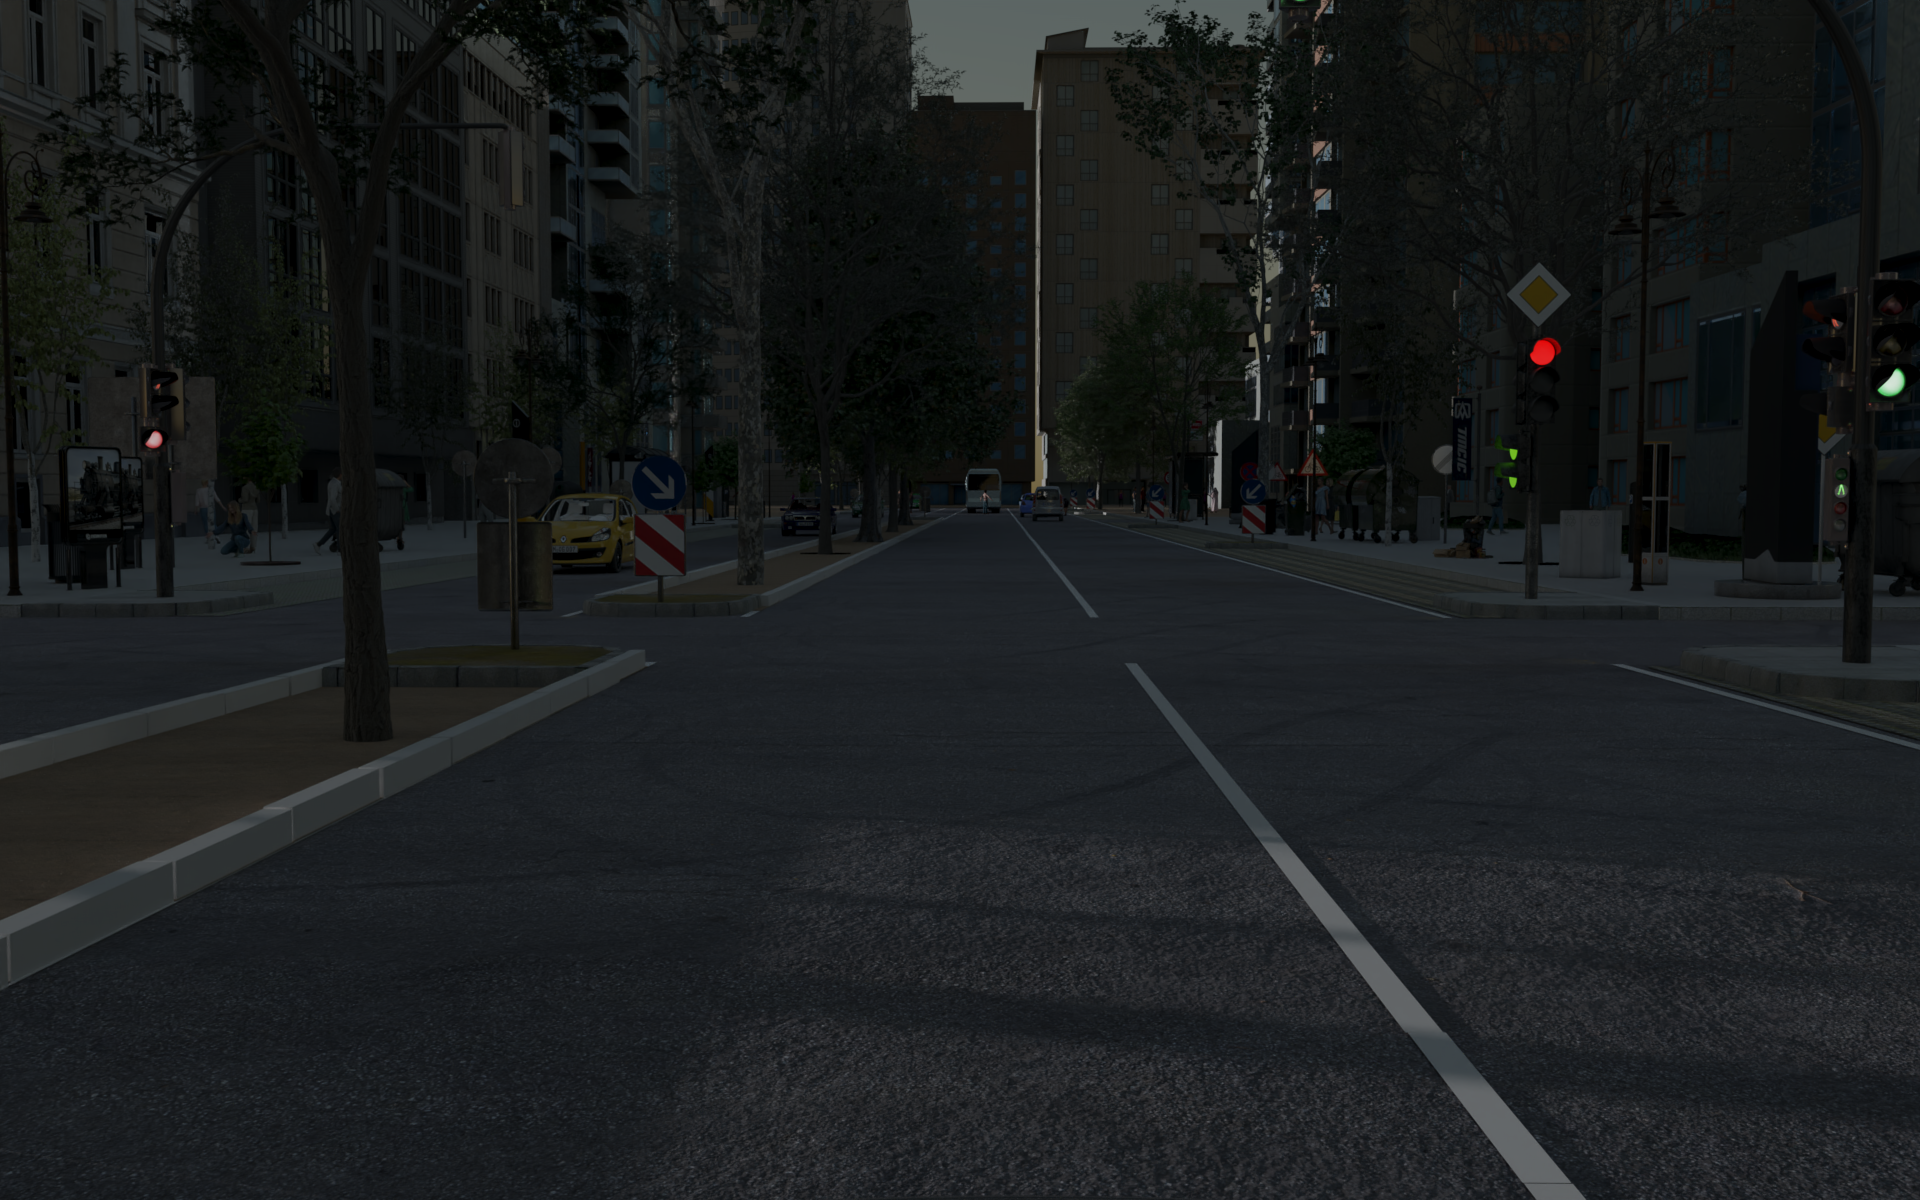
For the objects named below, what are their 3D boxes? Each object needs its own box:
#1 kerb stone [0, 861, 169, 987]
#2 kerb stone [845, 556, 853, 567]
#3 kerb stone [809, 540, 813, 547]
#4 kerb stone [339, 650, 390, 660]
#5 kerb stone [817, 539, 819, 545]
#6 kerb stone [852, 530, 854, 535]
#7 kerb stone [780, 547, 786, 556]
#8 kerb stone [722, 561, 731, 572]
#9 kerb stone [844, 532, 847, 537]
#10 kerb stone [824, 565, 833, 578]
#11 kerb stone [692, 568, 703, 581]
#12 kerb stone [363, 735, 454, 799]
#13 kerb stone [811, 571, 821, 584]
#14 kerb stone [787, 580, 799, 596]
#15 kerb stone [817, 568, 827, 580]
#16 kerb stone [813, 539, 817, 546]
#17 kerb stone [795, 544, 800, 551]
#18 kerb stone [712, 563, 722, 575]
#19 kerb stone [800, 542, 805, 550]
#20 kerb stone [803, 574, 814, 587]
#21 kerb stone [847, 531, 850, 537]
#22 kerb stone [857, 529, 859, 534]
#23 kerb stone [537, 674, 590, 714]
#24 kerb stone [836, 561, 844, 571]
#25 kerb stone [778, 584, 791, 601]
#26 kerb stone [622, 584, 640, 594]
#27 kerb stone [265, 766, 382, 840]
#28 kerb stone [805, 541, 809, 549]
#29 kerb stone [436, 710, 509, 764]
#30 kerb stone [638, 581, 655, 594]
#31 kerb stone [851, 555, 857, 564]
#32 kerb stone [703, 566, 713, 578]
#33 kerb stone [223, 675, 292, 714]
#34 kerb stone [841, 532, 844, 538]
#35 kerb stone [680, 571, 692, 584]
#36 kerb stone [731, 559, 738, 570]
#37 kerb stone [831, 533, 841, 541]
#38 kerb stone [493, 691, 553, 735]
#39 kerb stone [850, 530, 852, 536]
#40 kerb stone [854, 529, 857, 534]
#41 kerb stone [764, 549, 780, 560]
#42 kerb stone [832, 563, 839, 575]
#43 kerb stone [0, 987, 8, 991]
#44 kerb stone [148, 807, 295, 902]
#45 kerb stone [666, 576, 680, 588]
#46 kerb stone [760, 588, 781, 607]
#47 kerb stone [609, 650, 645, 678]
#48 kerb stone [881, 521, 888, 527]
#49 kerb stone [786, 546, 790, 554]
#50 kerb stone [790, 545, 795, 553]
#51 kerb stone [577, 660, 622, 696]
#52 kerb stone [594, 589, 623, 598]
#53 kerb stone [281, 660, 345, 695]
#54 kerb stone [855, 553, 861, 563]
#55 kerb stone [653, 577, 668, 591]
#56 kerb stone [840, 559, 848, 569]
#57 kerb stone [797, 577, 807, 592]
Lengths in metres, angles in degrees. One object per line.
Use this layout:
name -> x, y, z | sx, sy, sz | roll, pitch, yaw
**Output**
kerb stone -> -2.819, 1.018, 5.552 | 0.120, 0.150, 1.000 | 0, 4, 1
kerb stone -> -2.243, -0.705, 33.722 | 0.120, 0.150, 1.000 | 0, 4, 1
kerb stone -> -4.082, -1.460, 46.071 | 0.120, 0.150, 1.000 | 0, 4, 1
kerb stone -> -4.748, 0.517, 13.749 | 0.120, 0.150, 1.000 | 0, 4, 1
kerb stone -> -4.051, -1.585, 48.118 | 0.120, 0.150, 1.000 | 0, 4, 1
kerb stone -> -3.807, -2.274, 59.387 | 0.120, 0.150, 1.000 | 0, 4, 1
kerb stone -> -4.200, -1.084, 39.924 | 0.120, 0.150, 1.000 | 0, 4, 1
kerb stone -> -4.384, -0.579, 31.737 | 0.120, 0.150, 1.000 | 0, 4, 1
kerb stone -> -3.869, -2.087, 56.313 | 0.120, 0.150, 1.000 | 0, 4, 1
kerb stone -> -2.319, -0.455, 29.628 | 0.120, 0.150, 1.000 | 0, 4, 1
kerb stone -> -4.437, -0.393, 28.652 | 0.120, 0.150, 1.000 | 0, 4, 1
kerb stone -> -2.751, 0.830, 8.621 | 0.120, 0.150, 1.000 | 0, 4, 1
kerb stone -> -2.368, -0.322, 27.580 | 0.120, 0.150, 1.000 | 0, 4, 1
kerb stone -> -2.425, -0.141, 24.507 | 0.120, 0.150, 1.000 | 0, 4, 1
kerb stone -> -2.348, -0.392, 28.602 | 0.120, 0.150, 1.000 | 0, 4, 1
kerb stone -> -4.061, -1.520, 47.094 | 0.120, 0.150, 1.000 | 0, 4, 1
kerb stone -> -4.147, -1.272, 43.001 | 0.120, 0.150, 1.000 | 0, 4, 1
kerb stone -> -4.398, -0.521, 30.712 | 0.120, 0.150, 1.000 | 0, 4, 1
kerb stone -> -4.121, -1.335, 44.023 | 0.120, 0.150, 1.000 | 0, 4, 1
kerb stone -> -2.385, -0.267, 26.557 | 0.120, 0.150, 1.000 | 0, 4, 1
kerb stone -> -3.843, -2.149, 57.335 | 0.120, 0.150, 1.000 | 0, 4, 1
kerb stone -> -3.763, -2.400, 61.438 | 0.120, 0.150, 1.000 | 0, 4, 1
kerb stone -> -2.696, 0.642, 11.696 | 0.120, 0.150, 1.000 | 0, 4, 1
kerb stone -> -2.279, -0.575, 31.677 | 0.120, 0.150, 1.000 | 0, 4, 1
kerb stone -> -2.448, -0.076, 23.485 | 0.120, 0.150, 1.000 | 0, 4, 1
kerb stone -> -4.545, -0.079, 23.528 | 0.120, 0.150, 1.000 | 0, 4, 1
kerb stone -> -2.784, 0.893, 7.599 | 0.120, 0.150, 1.000 | 0, 4, 1
kerb stone -> -4.102, -1.391, 45.050 | 0.120, 0.150, 1.000 | 0, 4, 1
kerb stone -> -2.729, 0.767, 9.651 | 0.120, 0.150, 1.000 | 0, 4, 1
kerb stone -> -4.525, -0.142, 24.550 | 0.120, 0.150, 1.000 | 0, 4, 1
kerb stone -> -2.221, -0.765, 34.751 | 0.120, 0.150, 1.000 | 0, 4, 1
kerb stone -> -4.420, -0.456, 29.682 | 0.120, 0.150, 1.000 | 0, 4, 1
kerb stone -> -4.799, 0.649, 11.705 | 0.120, 0.150, 1.000 | 0, 4, 1
kerb stone -> -3.890, -2.022, 55.289 | 0.120, 0.150, 1.000 | 0, 4, 1
kerb stone -> -4.462, -0.332, 27.622 | 0.120, 0.150, 1.000 | 0, 4, 1
kerb stone -> -4.359, -0.644, 32.758 | 0.120, 0.150, 1.000 | 0, 4, 1
kerb stone -> -3.915, -1.959, 54.267 | 0.120, 0.150, 1.000 | 0, 4, 1
kerb stone -> -2.713, 0.705, 10.673 | 0.120, 0.150, 1.000 | 0, 4, 1
kerb stone -> -3.822, -2.205, 58.357 | 0.120, 0.150, 1.000 | 0, 4, 1
kerb stone -> -3.787, -2.338, 60.414 | 0.120, 0.150, 1.000 | 0, 4, 1
kerb stone -> -4.233, -1.019, 38.902 | 0.120, 0.150, 1.000 | 0, 4, 1
kerb stone -> -2.299, -0.517, 30.655 | 0.120, 0.150, 1.000 | 0, 4, 1
kerb stone -> -2.835, 1.080, 4.530 | 0.120, 0.150, 1.000 | 0, 4, 1
kerb stone -> -2.798, 0.959, 6.574 | 0.120, 0.150, 1.000 | 0, 4, 1
kerb stone -> -4.483, -0.269, 26.600 | 0.120, 0.150, 1.000 | 0, 4, 1
kerb stone -> -2.475, -0.016, 22.459 | 0.120, 0.150, 1.000 | 0, 4, 1
kerb stone -> -2.662, 0.516, 13.763 | 0.120, 0.150, 1.000 | 0, 4, 1
kerb stone -> -3.400, -3.463, 78.842 | 0.120, 0.150, 1.000 | 0, 4, 1
kerb stone -> -4.192, -1.144, 40.947 | 0.120, 0.150, 1.000 | 0, 4, 1
kerb stone -> -4.171, -1.210, 41.979 | 0.120, 0.150, 1.000 | 0, 4, 1
kerb stone -> -2.669, 0.579, 12.724 | 0.120, 0.150, 1.000 | 0, 4, 1
kerb stone -> -4.575, -0.019, 22.503 | 0.120, 0.150, 1.000 | 0, 4, 1
kerb stone -> -4.768, 0.582, 12.728 | 0.120, 0.150, 1.000 | 0, 4, 1
kerb stone -> -2.190, -0.831, 35.775 | 0.120, 0.150, 1.000 | 0, 4, 1
kerb stone -> -4.509, -0.203, 25.578 | 0.120, 0.150, 1.000 | 0, 4, 1
kerb stone -> -2.265, -0.637, 32.700 | 0.120, 0.150, 1.000 | 0, 4, 1
kerb stone -> -2.403, -0.204, 25.535 | 0.120, 0.150, 1.000 | 0, 4, 1
